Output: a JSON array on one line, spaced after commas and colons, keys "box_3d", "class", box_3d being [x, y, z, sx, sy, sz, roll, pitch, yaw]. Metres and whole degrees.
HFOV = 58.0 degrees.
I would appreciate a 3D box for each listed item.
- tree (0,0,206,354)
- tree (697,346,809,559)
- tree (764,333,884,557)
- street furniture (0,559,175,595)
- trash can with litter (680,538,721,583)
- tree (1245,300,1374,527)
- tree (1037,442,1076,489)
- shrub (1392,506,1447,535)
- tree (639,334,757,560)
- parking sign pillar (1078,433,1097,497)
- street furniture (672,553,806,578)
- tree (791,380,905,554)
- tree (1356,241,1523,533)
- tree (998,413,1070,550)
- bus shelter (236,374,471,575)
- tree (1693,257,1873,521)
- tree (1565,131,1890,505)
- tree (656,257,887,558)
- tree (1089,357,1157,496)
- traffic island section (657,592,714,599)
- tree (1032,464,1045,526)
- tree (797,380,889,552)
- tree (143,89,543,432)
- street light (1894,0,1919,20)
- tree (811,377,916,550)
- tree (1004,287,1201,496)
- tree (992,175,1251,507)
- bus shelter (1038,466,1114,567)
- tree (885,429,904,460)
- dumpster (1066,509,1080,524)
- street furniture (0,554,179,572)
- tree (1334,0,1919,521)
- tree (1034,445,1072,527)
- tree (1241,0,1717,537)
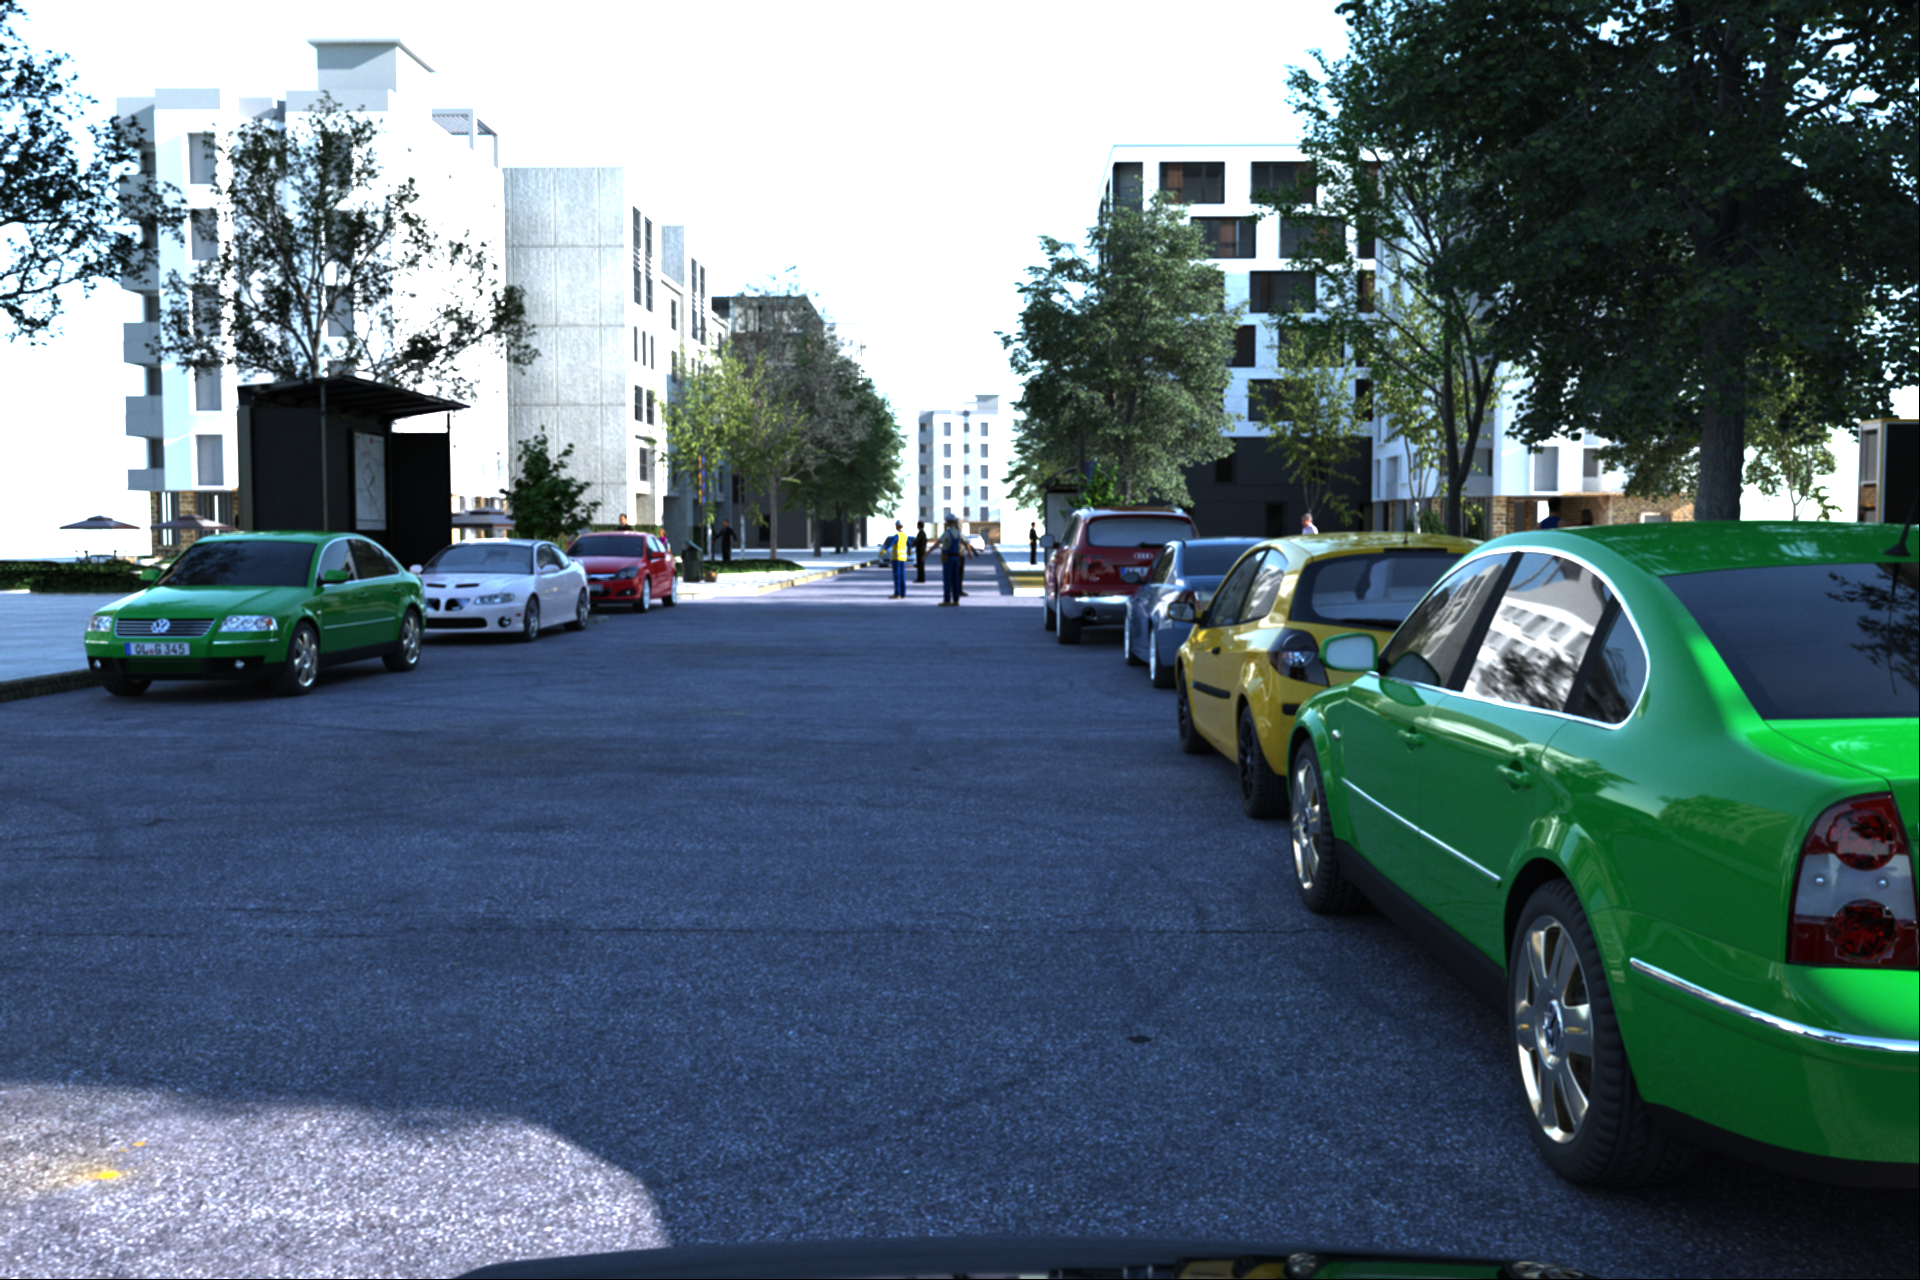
[{"box_3d": [-12.489, -5.197, 19.379, 8.767, 10.594, 7.601, 1, 4, 21], "class": "tree"}, {"box_3d": [-8.300, -7.190, 67.923, 4.737, 8.622, 4.395, 0, 3, 0], "class": "tree"}, {"box_3d": [-7.774, -10.966, 97.418, 7.486, 12.596, 7.792, 0, 3, 0], "class": "tree"}, {"box_3d": [-19.121, -1.588, 41.591, 5.734, 0.657, 10.072, 1, 4, 12], "class": "street furniture"}, {"box_3d": [-6.876, -2.110, 45.886, 1.055, 1.170, 0.624, 0, 4, 3], "class": "trash can with litter"}, {"box_3d": [10.988, -6.342, 54.050, 4.737, 8.622, 4.395, 0, 3, 0], "class": "tree"}, {"box_3d": [7.582, -10.854, 127.827, 4.360, 8.622, 3.978, 0, 3, 0], "class": "tree"}, {"box_3d": [13.045, -2.733, 48.718, 1.661, 2.075, 1.752, 0, 3, 0], "class": "shrub"}, {"box_3d": [-9.345, -6.880, 62.850, 4.737, 8.622, 4.395, 0, 3, 0], "class": "tree"}, {"box_3d": [3.408, -3.565, 46.765, 1.447, 3.967, 1.447, 0, 4, 2], "class": "parking sign pillar"}, {"box_3d": [-8.700, -2.437, 55.463, 5.734, 0.657, 10.072, 1, 4, 19], "class": "street furniture"}, {"box_3d": [-7.767, -11.410, 112.306, 9.928, 11.665, 9.643, 0, 3, 0], "class": "tree"}, {"box_3d": [11.558, -5.672, 43.099, 4.737, 8.622, 4.395, 0, 3, 0], "class": "tree"}, {"box_3d": [6.972, -13.603, 140.540, 7.486, 12.596, 7.792, 0, 3, 0], "class": "tree"}, {"box_3d": [-9.818, -2.283, 28.618, 1.731, 3.624, 6.357, 0, 4, 1], "class": "bus shelter"}, {"box_3d": [21.130, -5.722, 43.915, 4.737, 8.622, 4.395, 0, 3, 0], "class": "tree"}, {"box_3d": [24.089, -9.058, 54.751, 9.857, 13.997, 8.962, 0, 3, 0], "class": "tree"}, {"box_3d": [-8.290, -10.196, 77.074, 12.009, 13.543, 11.850, 0, 3, 0], "class": "tree"}, {"box_3d": [6.788, -7.505, 73.075, 4.737, 8.622, 4.395, 0, 3, 0], "class": "tree"}, {"box_3d": [-6.646, -0.999, 39.208, 1.991, 0.108, 1.994, 0, 4, 1], "class": "traffic island section"}, {"box_3d": [14.040, -19.958, 232.968, 9.857, 13.997, 8.962, 0, 3, 0], "class": "tree"}, {"box_3d": [-8.487, -12.559, 123.464, 7.486, 12.596, 7.792, 0, 3, 0], "class": "tree"}, {"box_3d": [-12.742, -6.204, 35.848, 8.767, 10.594, 7.601, 0, 4, -3], "class": "tree"}, {"box_3d": [6.401, -2.325, 10.797, 0.468, 5.910, 1.993, 0, 4, 0], "class": "street light"}, {"box_3d": [-8.415, -14.244, 139.539, 9.857, 13.997, 8.962, 0, 3, 0], "class": "tree"}, {"box_3d": [7.166, -10.612, 83.882, 12.009, 13.543, 11.850, 0, 3, 0], "class": "tree"}, {"box_3d": [6.045, -9.601, 63.624, 9.857, 13.997, 8.962, 0, 3, 0], "class": "tree"}, {"box_3d": [3.586, -3.681, 54.114, 2.014, 3.302, 5.546, 0, 4, -1], "class": "bus shelter"}, {"box_3d": [-13.619, -23.175, 234.806, 12.611, 20.169, 13.585, 0, 3, 0], "class": "tree"}, {"box_3d": [2.681, -1.279, 29.134, 1.865, 1.857, 1.264, 0, 4, 1], "class": "dumpster"}, {"box_3d": [-28.389, -2.260, 52.579, 10.072, 0.657, 5.734, 1, 4, 17], "class": "street furniture"}, {"box_3d": [8.599, -6.899, 19.446, 9.857, 13.997, 8.962, 0, 3, 0], "class": "tree"}, {"box_3d": [7.517, -11.177, 133.106, 4.737, 8.622, 4.395, 0, 3, 0], "class": "tree"}, {"box_3d": [9.134, -6.450, 31.216, 9.928, 11.665, 9.643, 0, 3, 0], "class": "tree"}]
